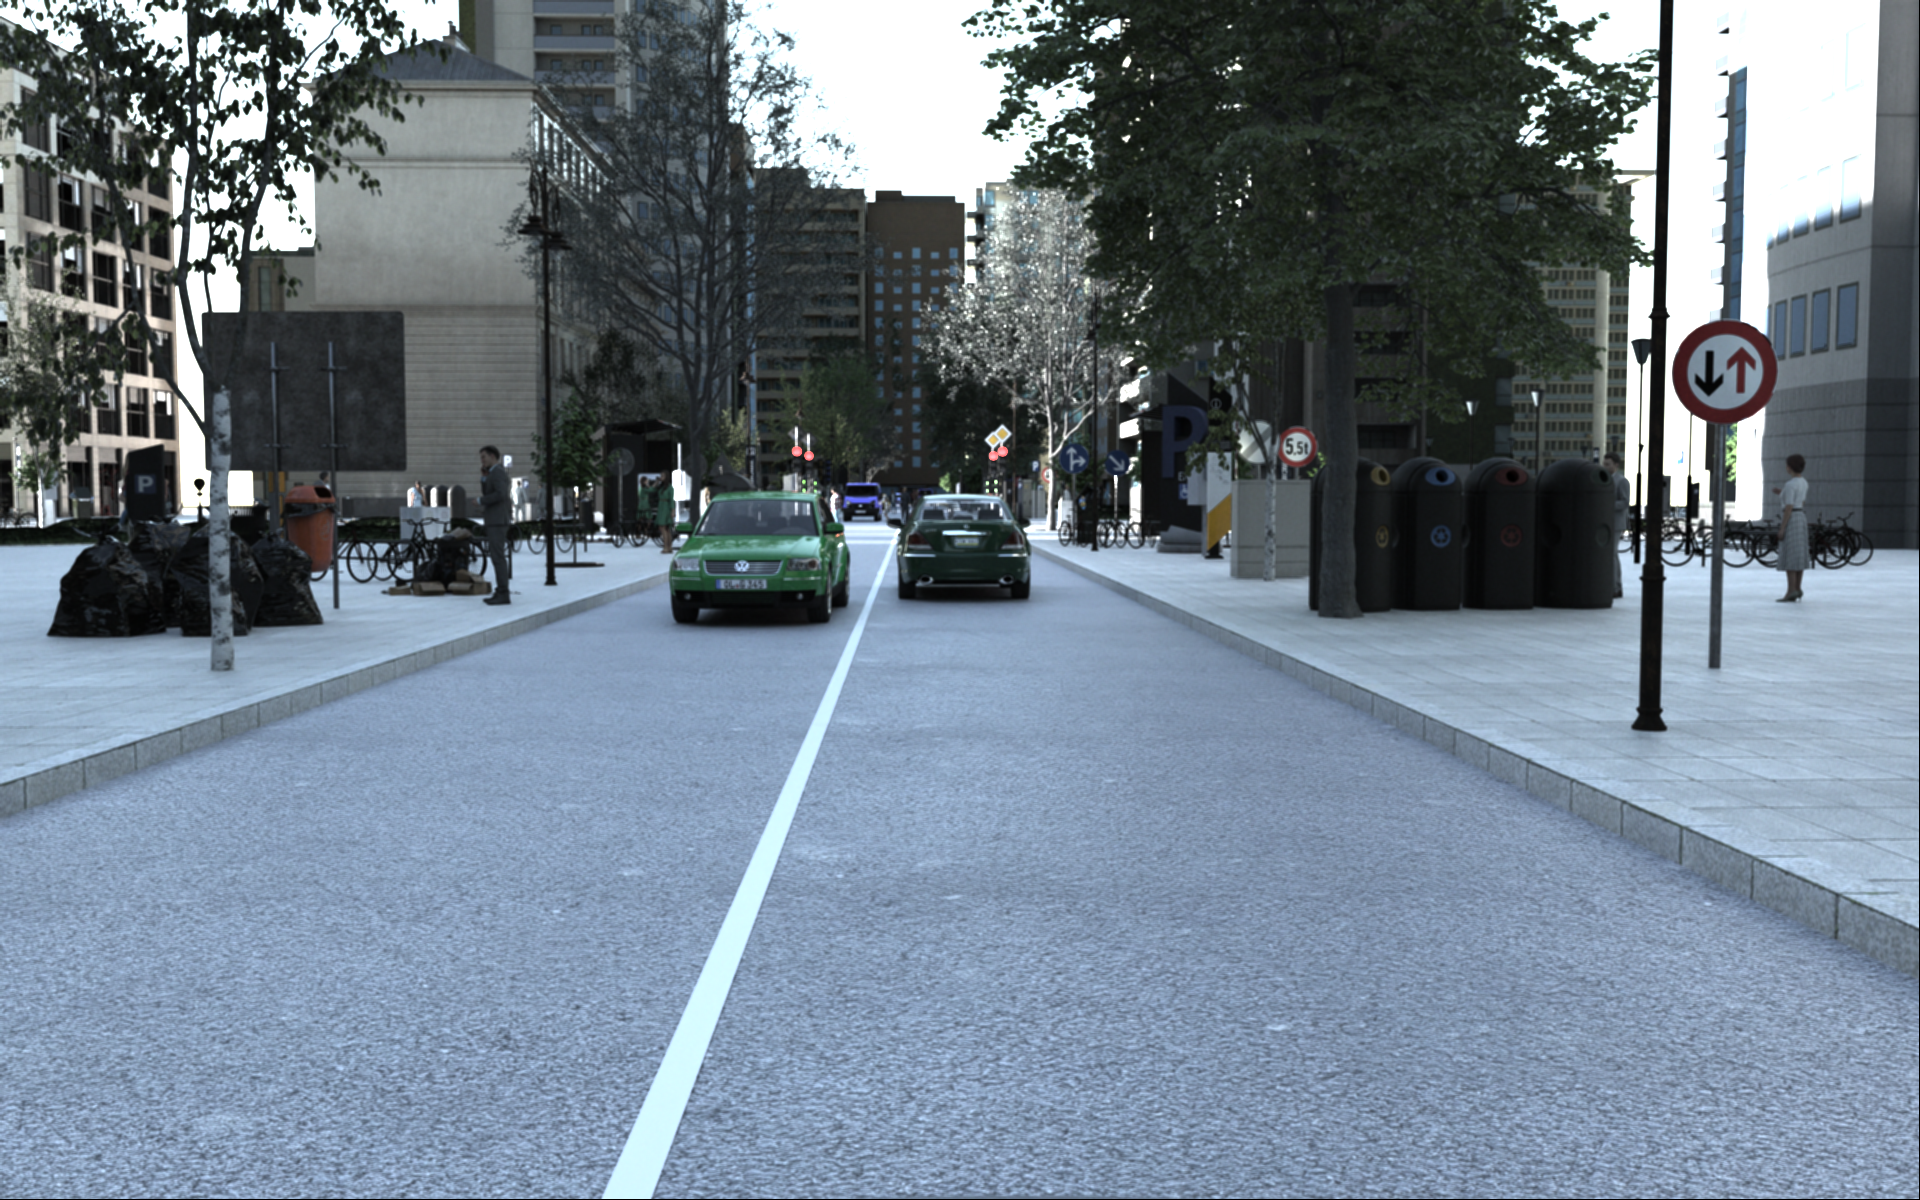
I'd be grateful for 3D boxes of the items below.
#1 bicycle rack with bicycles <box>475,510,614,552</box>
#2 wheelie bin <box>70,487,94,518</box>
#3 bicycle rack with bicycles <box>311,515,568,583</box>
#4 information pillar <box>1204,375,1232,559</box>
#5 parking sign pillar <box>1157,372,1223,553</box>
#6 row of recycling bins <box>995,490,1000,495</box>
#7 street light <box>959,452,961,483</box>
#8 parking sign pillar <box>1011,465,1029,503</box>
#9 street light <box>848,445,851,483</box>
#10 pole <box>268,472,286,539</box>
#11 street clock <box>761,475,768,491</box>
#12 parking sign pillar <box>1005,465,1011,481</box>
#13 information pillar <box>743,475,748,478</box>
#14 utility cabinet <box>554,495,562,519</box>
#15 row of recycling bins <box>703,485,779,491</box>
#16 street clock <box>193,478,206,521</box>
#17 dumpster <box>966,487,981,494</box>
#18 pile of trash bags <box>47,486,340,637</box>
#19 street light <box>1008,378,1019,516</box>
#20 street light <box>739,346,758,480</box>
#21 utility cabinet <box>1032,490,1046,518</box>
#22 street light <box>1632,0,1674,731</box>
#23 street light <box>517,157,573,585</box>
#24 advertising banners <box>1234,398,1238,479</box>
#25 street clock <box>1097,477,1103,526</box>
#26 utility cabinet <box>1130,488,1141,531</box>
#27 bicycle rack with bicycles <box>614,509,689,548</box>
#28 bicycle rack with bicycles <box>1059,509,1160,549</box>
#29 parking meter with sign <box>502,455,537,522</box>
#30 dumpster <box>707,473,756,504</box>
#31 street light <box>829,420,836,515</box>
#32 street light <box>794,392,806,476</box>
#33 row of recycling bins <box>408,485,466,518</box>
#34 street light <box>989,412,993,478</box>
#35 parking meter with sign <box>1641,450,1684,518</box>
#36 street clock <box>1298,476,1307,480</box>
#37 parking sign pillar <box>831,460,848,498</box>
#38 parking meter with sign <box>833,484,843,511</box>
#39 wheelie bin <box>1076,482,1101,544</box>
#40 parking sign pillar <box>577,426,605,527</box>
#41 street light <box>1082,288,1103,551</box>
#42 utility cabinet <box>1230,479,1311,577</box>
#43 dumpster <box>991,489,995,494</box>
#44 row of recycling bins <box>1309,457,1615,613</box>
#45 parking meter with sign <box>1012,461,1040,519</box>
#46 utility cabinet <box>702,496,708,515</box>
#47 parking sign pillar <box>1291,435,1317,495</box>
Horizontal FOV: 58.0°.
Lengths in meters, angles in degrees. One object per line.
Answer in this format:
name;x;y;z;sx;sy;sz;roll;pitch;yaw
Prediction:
bicycle rack with bicycles;-9.530;-1.482;37.617;2.852;0.926;2.925;1;4;15
wheelie bin;-39.428;-4.268;77.687;0.693;1.594;0.980;3;5;42
bicycle rack with bicycles;-7.945;-0.751;25.664;2.925;0.926;2.852;2;4;35
information pillar;5.119;-2.624;34.254;0.504;3.616;0.183;-1;4;-10
parking sign pillar;5.055;-3.028;37.985;1.447;3.967;1.447;3;5;39
row of recycling bins;3.364;-8.195;141.103;1.069;1.692;3.534;0;4;8
street light;-0.020;-10.978;152.278;0.468;5.910;1.993;0;4;-2
parking sign pillar;4.471;-7.986;119.048;1.447;3.967;1.447;0;4;6
street light;-8.904;-10.183;139.272;0.468;5.910;1.993;0;4;-2
pole;-9.431;-1.838;23.887;0.158;3.312;0.155;0;3;0
street clock;-7.599;-3.849;67.497;0.358;2.002;0.471;-1;4;-13
parking sign pillar;4.026;-9.002;135.659;1.447;3.967;1.447;2;4;30
information pillar;-8.280;-3.832;67.148;0.304;2.012;0.304;0;4;6
utility cabinet;-18.428;-4.172;79.380;0.306;1.237;1.020;-1;4;-9
row of recycling bins;-10.075;-4.440;79.710;3.534;1.692;1.069;-1;4;-11
street clock;-33.843;-4.437;77.110;0.471;2.002;0.358;-1;4;-11
dumpster;1.157;-7.158;119.531;1.502;2.255;1.985;0;4;-2
pile of trash bags;-7.172;-0.448;17.074;1.912;1.369;3.447;1;4;9
street light;2.181;-5.894;69.163;0.468;5.910;1.993;0;4;-2
street light;-6.613;-4.986;54.315;0.468;5.910;1.993;0;4;-2
utility cabinet;4.167;-5.141;92.731;0.318;1.500;1.173;-2;4;-30
street light;3.760;-2.231;9.270;0.468;5.910;1.993;0;4;-2
street light;-5.767;-3.147;24.236;0.468;5.910;1.993;0;4;-2
advertising banners;5.240;-2.227;32.603;0.090;3.025;2.074;1;4;12
street clock;5.553;-4.029;70.443;0.471;2.002;0.358;-1;4;-15
utility cabinet;6.433;-3.094;59.271;1.173;1.500;0.318;1;4;21
bicycle rack with bicycles;-7.317;-1.765;42.234;2.852;0.926;2.925;3;5;40
bicycle rack with bicycles;3.933;-1.741;41.840;2.852;0.926;2.925;-1;4;-17
parking meter with sign;-19.539;-4.938;76.990;1.738;3.016;0.543;2;4;33
dumpster;-6.476;-2.650;49.090;1.264;1.857;1.865;0;4;-2
street light;-7.969;-8.289;108.307;0.468;5.910;1.993;0;4;-2
street light;-7.225;-6.474;78.631;0.468;5.910;1.993;0;4;-2
row of recycling bins;-24.011;-4.424;79.448;3.534;1.692;1.069;2;4;34
street light;1.587;-7.294;92.050;0.468;5.910;1.993;0;4;-2
parking meter with sign;27.927;-4.452;69.049;1.738;3.016;0.543;-1;4;-17
street clock;13.881;-4.032;70.496;0.471;2.002;0.358;-2;4;-30
parking sign pillar;-9.410;-8.985;135.383;1.447;3.967;1.447;-1;4;-18
parking meter with sign;-9.413;-8.400;133.598;1.738;3.016;0.543;1;4;15
wheelie bin;3.321;-2.274;45.092;0.693;1.594;0.980;0;4;3
parking sign pillar;-14.228;-4.827;67.396;1.447;3.967;1.447;1;4;16
street light;3.044;-4.046;38.947;0.468;5.910;1.993;0;4;-2
utility cabinet;4.738;-1.088;26.468;1.173;1.500;0.318;-1;4;-13
dumpster;2.659;-8.763;145.766;1.502;2.255;1.985;0;4;-1
row of recycling bins;5.607;-0.752;19.403;3.534;1.692;1.069;-1;4;-12
parking meter with sign;3.367;-5.773;90.657;1.738;3.016;0.543;-3;4;-39
utility cabinet;-9.365;-3.366;66.203;1.020;1.237;0.306;2;4;25
parking sign pillar;15.609;-5.545;79.128;1.447;3.967;1.447;1;4;10
